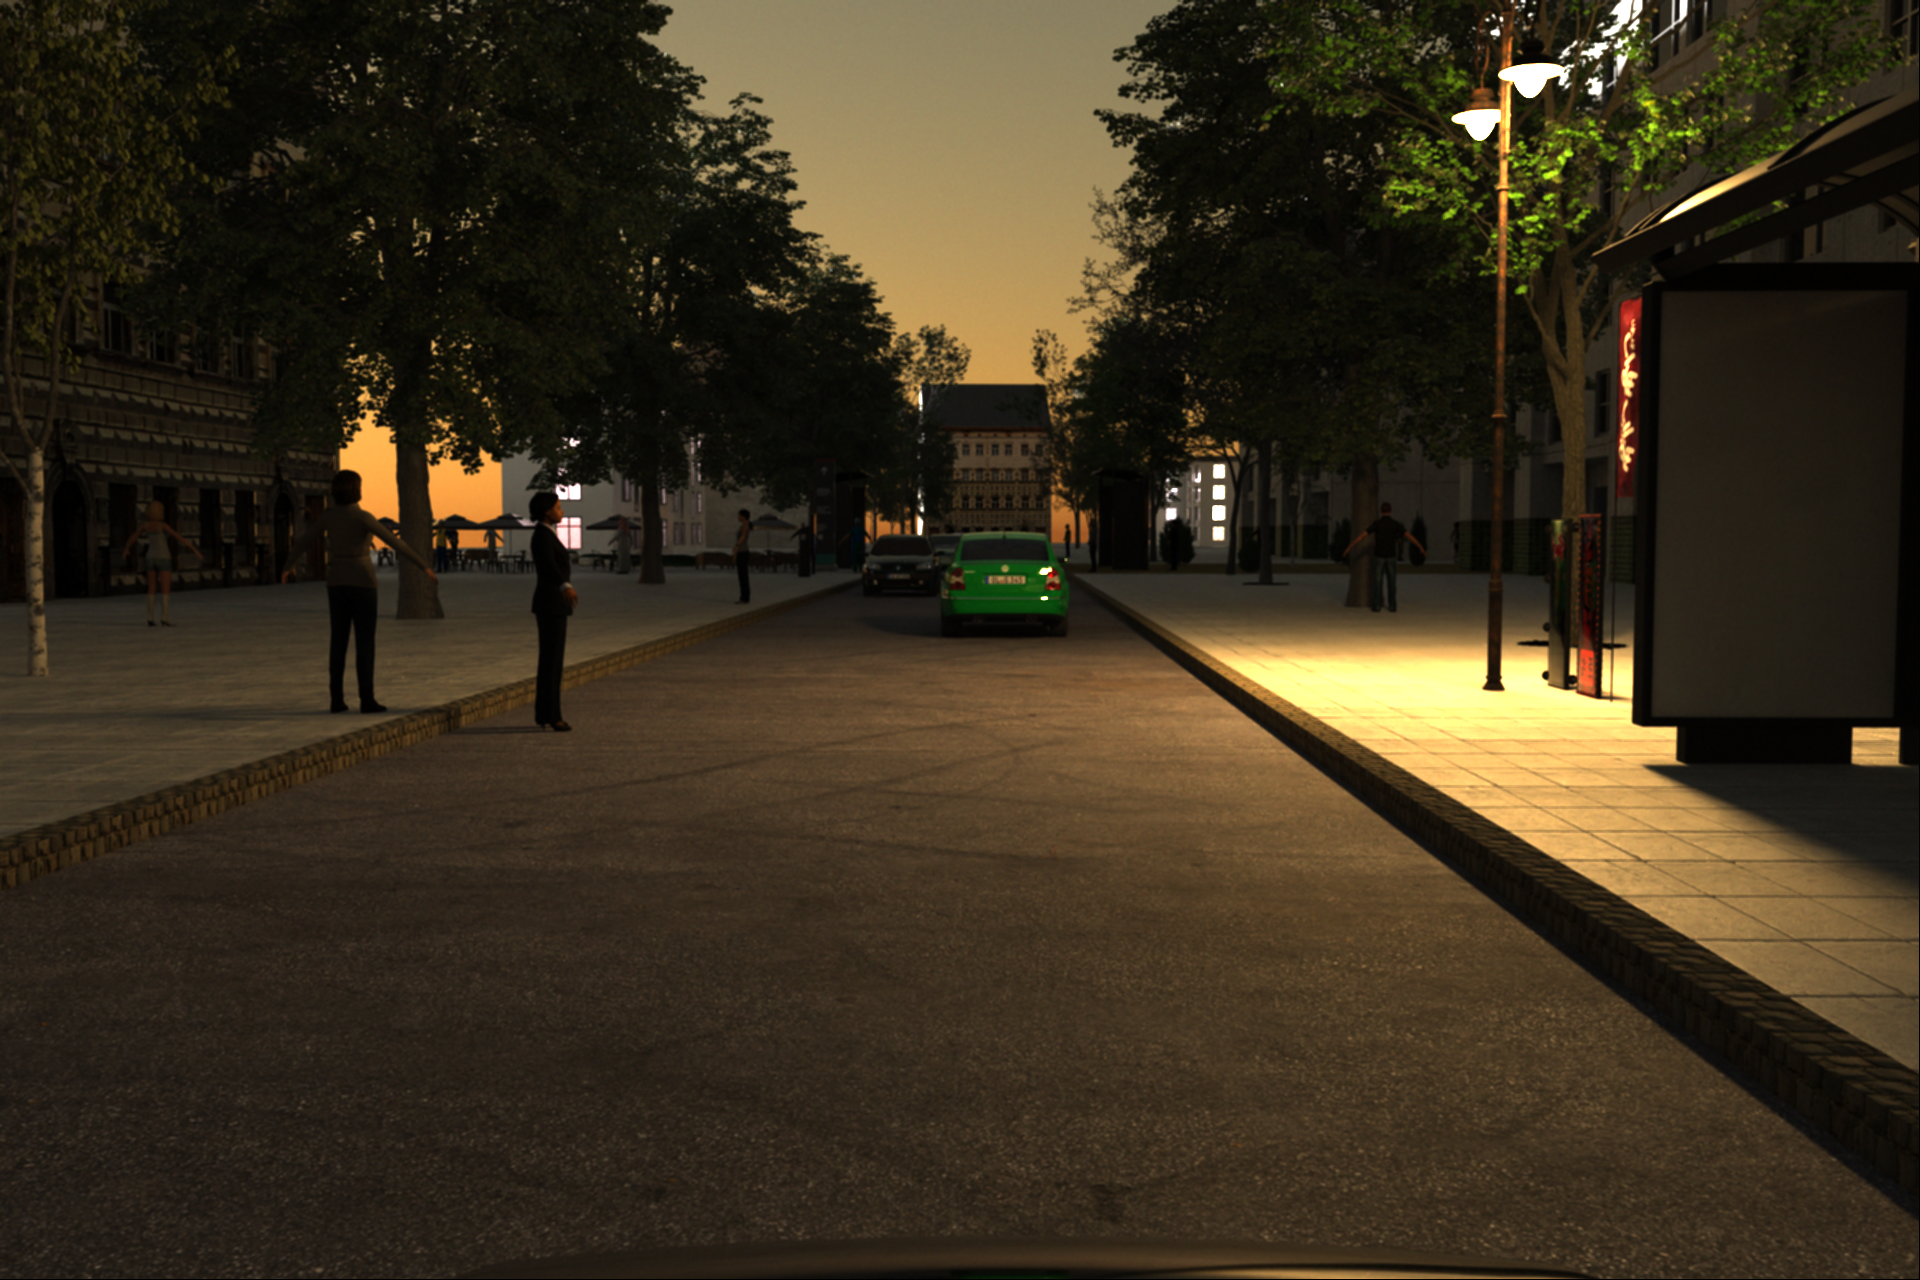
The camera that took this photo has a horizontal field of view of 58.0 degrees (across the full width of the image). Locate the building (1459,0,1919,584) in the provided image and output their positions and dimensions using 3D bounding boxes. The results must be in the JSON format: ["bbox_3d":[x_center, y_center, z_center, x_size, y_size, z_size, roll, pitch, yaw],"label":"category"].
[{"bbox_3d":[25.536,-10.916,44.931,16.747,18.905,31.486,0,4,2],"label":"building"}]

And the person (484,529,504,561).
[{"bbox_3d":[-20.491,-4.266,75.941,0.705,1.806,1.347,1,4,21],"label":"person"}]

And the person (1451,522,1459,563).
[{"bbox_3d":[22.149,-4.334,77.000,0.704,1.843,1.345,-1,4,-16],"label":"person"}]

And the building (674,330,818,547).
[{"bbox_3d":[-22.196,-21.288,178.981,19.493,23.208,18.063,0,4,2],"label":"building"}]

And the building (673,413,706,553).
[{"bbox_3d":[-23.080,-11.314,127.123,9.099,9.664,28.070,0,4,2],"label":"building"}]

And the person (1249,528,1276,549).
[{"bbox_3d":[13.708,-4.433,78.710,1.346,1.802,0.704,-1,4,-9],"label":"person"}]

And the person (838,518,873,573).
[{"bbox_3d":[-3.402,-3.125,57.225,1.347,1.817,0.704,-3,4,-37],"label":"person"}]

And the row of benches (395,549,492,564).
[{"bbox_3d":[-21.988,-3.583,74.046,4.104,0.672,1.422,0,4,-7],"label":"row of benches"}]

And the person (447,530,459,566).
[{"bbox_3d":[-20.375,-3.920,69.869,0.705,1.856,1.354,-1,4,-18],"label":"person"}]

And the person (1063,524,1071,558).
[{"bbox_3d":[5.840,-5.413,94.474,0.705,1.833,1.349,1,4,11],"label":"person"}]

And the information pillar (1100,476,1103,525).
[{"bbox_3d":[5.720,-4.821,70.170,0.183,3.616,0.504,0,4,2],"label":"information pillar"}]

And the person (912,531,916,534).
[{"bbox_3d":[-2.615,-5.205,94.361,0.599,1.433,0.991,-1,4,-13],"label":"person"}]

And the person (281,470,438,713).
[{"bbox_3d":[-4.351,-0.351,12.501,1.215,1.744,0.721,1,4,10],"label":"person"}]

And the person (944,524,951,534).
[{"bbox_3d":[-0.561,-3.921,72.494,0.705,1.837,1.347,-1,4,-14],"label":"person"}]

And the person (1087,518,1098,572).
[{"bbox_3d":[4.442,-3.188,58.255,0.705,1.813,1.348,0,4,1],"label":"person"}]

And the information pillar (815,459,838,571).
[{"bbox_3d":[-4.658,-4.323,60.064,0.750,3.857,0.750,0,4,2],"label":"information pillar"}]

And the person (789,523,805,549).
[{"bbox_3d":[-7.512,-4.695,82.908,1.346,1.812,0.704,0,4,-7],"label":"person"}]

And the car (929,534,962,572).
[{"bbox_3d":[-0.415,-2.850,58.394,2.131,1.459,4.920,0,4,1],"label":"car"}]

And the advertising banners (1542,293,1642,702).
[{"bbox_3d":[4.968,-1.066,13.615,0.090,3.025,2.074,0,4,1],"label":"advertising banners"}]

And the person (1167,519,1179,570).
[{"bbox_3d":[7.527,-3.362,61.154,0.705,1.806,1.347,1,4,15],"label":"person"}]

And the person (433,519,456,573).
[{"bbox_3d":[-17.115,-3.093,57.032,1.216,1.772,0.721,1,4,19],"label":"person"}]

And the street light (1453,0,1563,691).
[{"bbox_3d":[4.392,-2.525,14.071,0.468,5.910,1.993,0,4,2],"label":"street light"}]

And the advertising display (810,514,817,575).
[{"bbox_3d":[-4.658,-3.057,55.196,0.123,1.923,0.974,0,4,1],"label":"advertising display"}]

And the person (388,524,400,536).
[{"bbox_3d":[-17.322,-2.868,53.734,0.445,1.727,0.742,3,5,40],"label":"person"}]

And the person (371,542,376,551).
[{"bbox_3d":[-13.990,-2.106,40.616,0.705,1.807,1.348,-2,4,-34],"label":"person"}]

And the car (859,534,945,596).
[{"bbox_3d":[-1.349,-1.910,41.021,2.009,1.686,4.222,0,4,1],"label":"car"}]

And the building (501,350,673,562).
[{"bbox_3d":[-19.654,-9.171,92.097,9.099,9.664,28.070,0,4,2],"label":"building"}]

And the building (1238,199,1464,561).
[{"bbox_3d":[26.332,-14.135,97.566,16.747,18.905,31.486,0,4,1],"label":"building"}]

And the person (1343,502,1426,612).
[{"bbox_3d":[7.022,-1.370,28.611,1.348,1.803,0.705,0,4,7],"label":"person"}]

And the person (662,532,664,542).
[{"bbox_3d":[-14.104,-4.586,80.834,0.705,1.847,1.347,-2,4,-35],"label":"person"}]

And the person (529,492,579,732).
[{"bbox_3d":[-2.924,-0.215,12.689,0.721,1.740,1.216,-1,4,-18],"label":"person"}]

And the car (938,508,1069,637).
[{"bbox_3d":[0.641,-1.022,25.498,1.959,1.807,4.718,0,4,1],"label":"car"}]

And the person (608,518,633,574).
[{"bbox_3d":[-10.858,-3.031,55.711,0.704,1.811,1.347,1,4,22],"label":"person"}]

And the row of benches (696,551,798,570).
[{"bbox_3d":[-7.813,-2.926,63.310,4.104,0.672,1.422,-2,4,-34],"label":"row of benches"}]

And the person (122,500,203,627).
[{"bbox_3d":[-11.125,-1.072,24.132,1.214,1.753,0.721,1,4,9],"label":"person"}]

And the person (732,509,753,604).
[{"bbox_3d":[-4.066,-1.533,31.882,0.721,1.737,1.217,0,4,-1],"label":"person"}]

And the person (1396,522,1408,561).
[{"bbox_3d":[20.805,-4.643,81.677,0.705,1.858,1.354,0,4,-3],"label":"person"}]
